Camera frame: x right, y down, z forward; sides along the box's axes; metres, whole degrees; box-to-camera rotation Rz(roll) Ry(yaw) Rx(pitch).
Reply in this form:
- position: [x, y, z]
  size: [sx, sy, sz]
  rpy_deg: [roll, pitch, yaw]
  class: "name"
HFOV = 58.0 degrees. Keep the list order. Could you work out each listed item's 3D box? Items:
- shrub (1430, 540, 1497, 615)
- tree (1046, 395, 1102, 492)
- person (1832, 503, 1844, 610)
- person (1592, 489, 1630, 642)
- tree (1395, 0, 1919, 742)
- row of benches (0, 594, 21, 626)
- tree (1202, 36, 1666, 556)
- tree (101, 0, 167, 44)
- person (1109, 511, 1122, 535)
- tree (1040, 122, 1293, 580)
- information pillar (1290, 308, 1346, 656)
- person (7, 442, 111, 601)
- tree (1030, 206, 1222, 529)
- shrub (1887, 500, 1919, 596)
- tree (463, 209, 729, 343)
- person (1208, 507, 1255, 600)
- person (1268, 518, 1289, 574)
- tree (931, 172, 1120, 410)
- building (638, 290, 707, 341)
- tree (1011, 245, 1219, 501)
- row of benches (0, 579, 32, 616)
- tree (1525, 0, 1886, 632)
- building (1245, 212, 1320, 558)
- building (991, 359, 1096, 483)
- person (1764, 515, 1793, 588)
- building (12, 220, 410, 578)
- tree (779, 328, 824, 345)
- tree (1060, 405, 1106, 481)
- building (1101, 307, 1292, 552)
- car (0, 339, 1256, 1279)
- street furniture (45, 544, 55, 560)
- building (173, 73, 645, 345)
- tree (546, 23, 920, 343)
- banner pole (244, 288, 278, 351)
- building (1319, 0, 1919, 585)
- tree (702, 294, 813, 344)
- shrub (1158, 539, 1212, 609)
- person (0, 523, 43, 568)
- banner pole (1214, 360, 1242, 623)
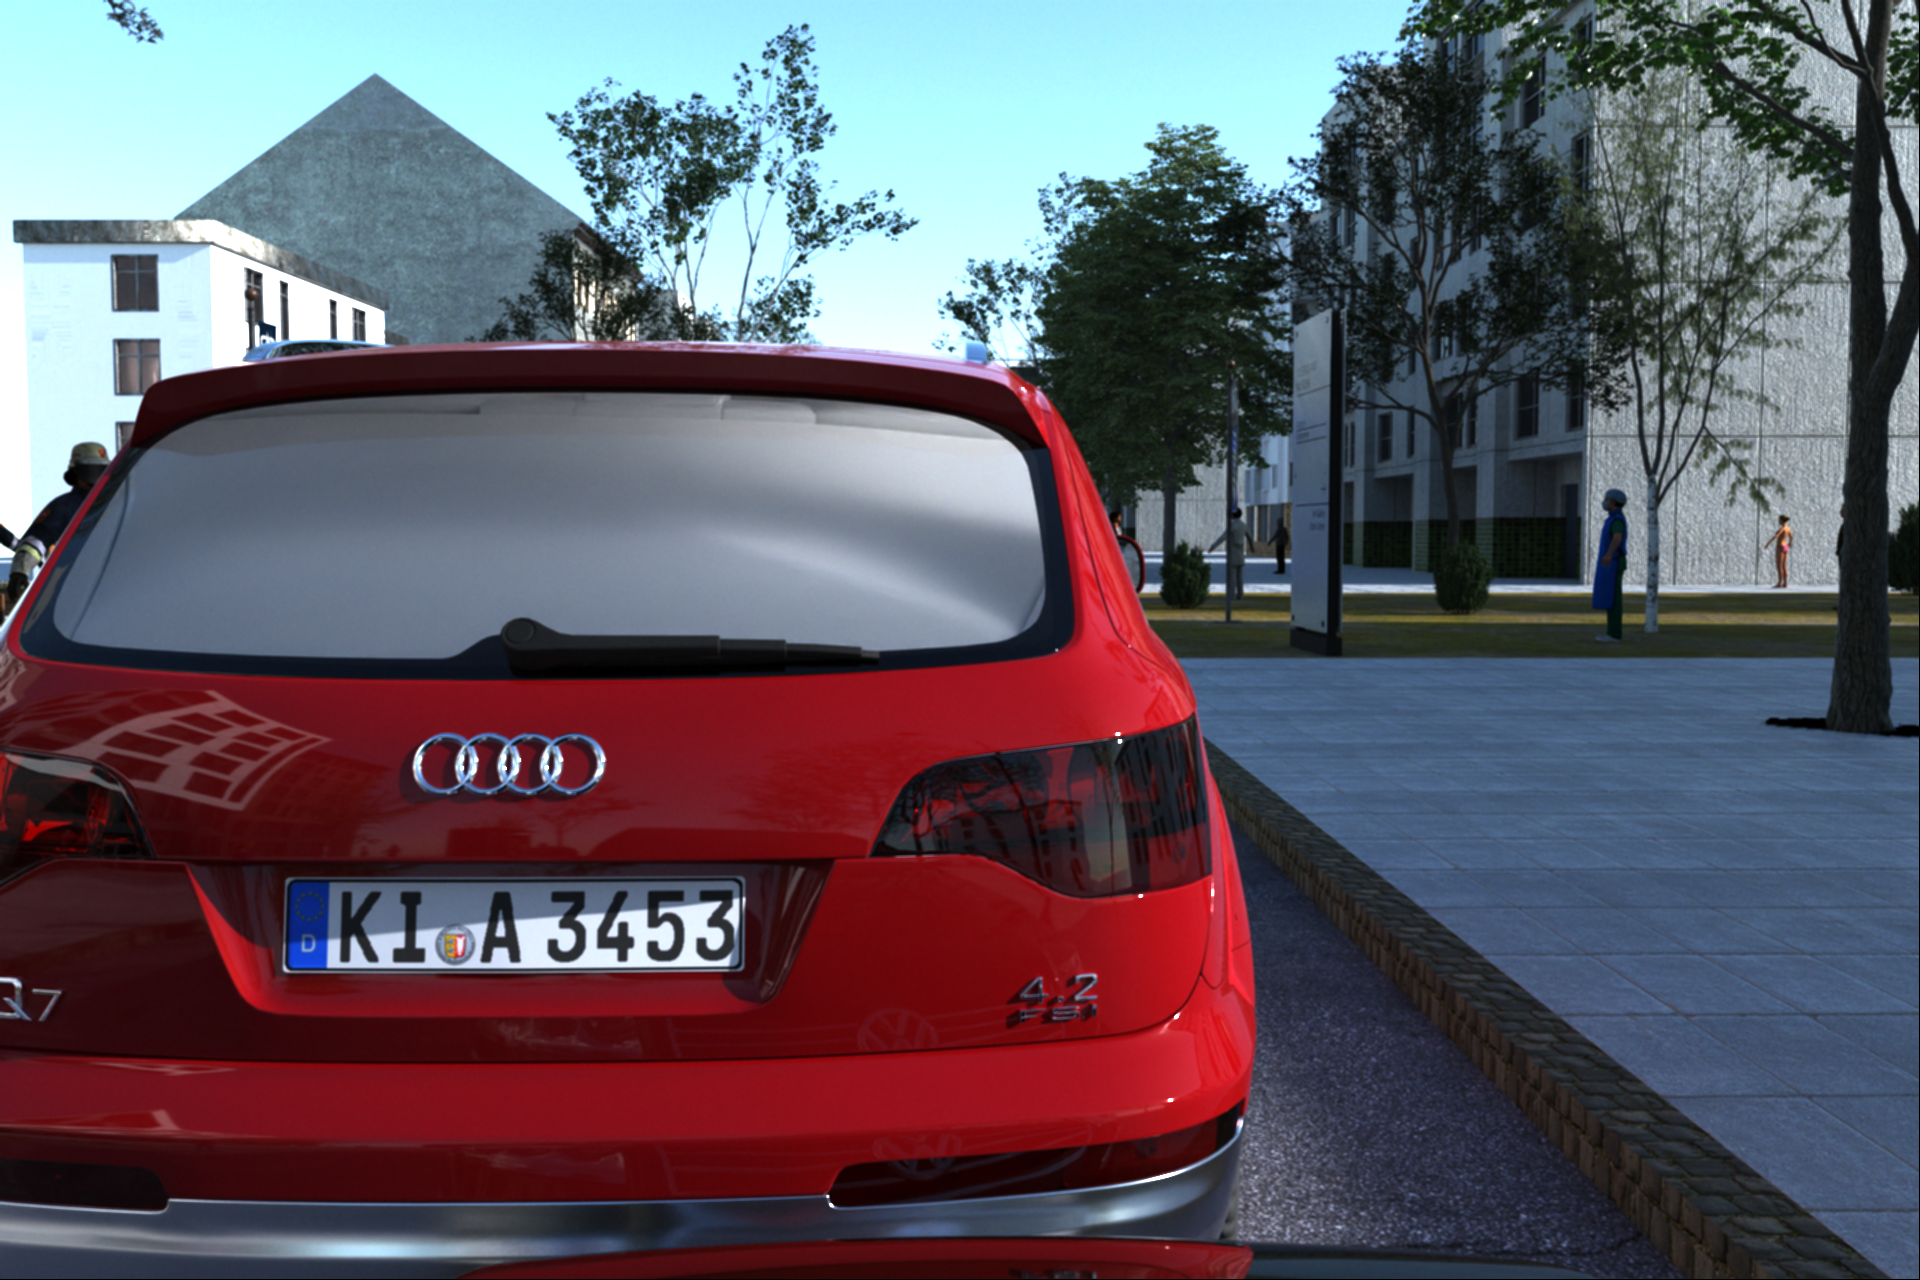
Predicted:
- position: [8.028, -1.011, 27.639]
  size: [1.383, 1.207, 1.383]
  rpy_deg: [0, 3, 0]
  class: "shrub"
- position: [5.377, -10.491, 105.934]
  size: [8.767, 10.594, 7.601]
  rpy_deg: [-1, 4, -9]
  class: "tree"
- position: [14.948, -1.414, 29.256]
  size: [0.704, 1.812, 1.346]
  rpy_deg: [2, 4, 25]
  class: "person"
- position: [7.743, -0.886, 20.620]
  size: [0.704, 1.817, 1.347]
  rpy_deg: [1, 4, 19]
  class: "person"
- position: [6.058, -5.211, 10.959]
  size: [9.928, 11.665, 9.643]
  rpy_deg: [0, 3, 0]
  class: "tree"
- position: [-10.688, -0.346, 21.118]
  size: [4.104, 0.672, 1.422]
  rpy_deg: [-1, 4, -10]
  class: "row of benches"
- position: [8.912, -5.930, 31.372]
  size: [8.767, 10.594, 7.601]
  rpy_deg: [-1, 4, -19]
  class: "tree"
- position: [-9.303, -6.169, 11.232]
  size: [12.009, 13.543, 11.850]
  rpy_deg: [0, 3, 0]
  class: "tree"
- position: [3.749, -2.155, 41.379]
  size: [0.704, 1.843, 1.345]
  rpy_deg: [1, 4, 21]
  class: "person"
- position: [6.032, -7.942, 47.973]
  size: [7.486, 12.596, 7.792]
  rpy_deg: [0, 3, 0]
  class: "tree"
- position: [3.891, -1.686, 18.883]
  size: [0.184, 3.620, 1.656]
  rpy_deg: [0, 4, -2]
  class: "information pillar"
- position: [-5.323, -0.295, 10.683]
  size: [0.704, 1.845, 1.351]
  rpy_deg: [1, 4, 21]
  class: "person"
- position: [5.751, -8.686, 60.138]
  size: [7.486, 12.596, 7.792]
  rpy_deg: [0, 3, 0]
  class: "tree"
- position: [20.025, -1.940, 36.146]
  size: [1.690, 2.028, 1.600]
  rpy_deg: [0, 3, 0]
  class: "shrub"
- position: [-9.702, -7.031, 49.373]
  size: [8.767, 10.594, 7.601]
  rpy_deg: [-1, 4, -17]
  class: "tree"
- position: [5.360, -1.691, 33.840]
  size: [1.347, 1.806, 0.705]
  rpy_deg: [-3, 5, -42]
  class: "person"
- position: [10.337, -3.050, 55.999]
  size: [0.705, 1.813, 1.348]
  rpy_deg: [2, 4, 35]
  class: "person"
- position: [4.703, -14.535, 93.528]
  size: [12.611, 20.169, 13.585]
  rpy_deg: [0, 3, 0]
  class: "tree"
- position: [-29.013, -16.799, 141.124]
  size: [16.747, 18.905, 31.486]
  rpy_deg: [0, 4, -1]
  class: "building"
- position: [5.974, -9.931, 72.744]
  size: [12.009, 13.543, 11.850]
  rpy_deg: [0, 3, 0]
  class: "tree"
- position: [-14.320, -0.518, 23.935]
  size: [4.104, 0.672, 1.422]
  rpy_deg: [1, 4, 11]
  class: "row of benches"
- position: [9.016, -4.420, 22.622]
  size: [4.360, 8.622, 3.978]
  rpy_deg: [0, 3, 0]
  class: "tree"
- position: [22.188, -15.030, 102.157]
  size: [16.016, 20.090, 11.380]
  rpy_deg: [0, 3, 0]
  class: "building"
- position: [-0.026, -22.500, 214.299]
  size: [32.646, 21.610, 27.936]
  rpy_deg: [0, 4, -5]
  class: "building"
- position: [19.566, -2.115, 41.388]
  size: [1.217, 1.733, 0.721]
  rpy_deg: [-3, 4, -38]
  class: "person"
- position: [-24.417, -7.236, 60.463]
  size: [9.099, 9.664, 28.070]
  rpy_deg: [0, 3, 0]
  class: "building"
- position: [-9.778, -11.704, 101.732]
  size: [12.009, 13.543, 11.850]
  rpy_deg: [0, 3, 0]
  class: "tree"
- position: [5.722, -8.212, 84.630]
  size: [4.360, 8.622, 3.978]
  rpy_deg: [0, 3, 0]
  class: "tree"
- position: [21.046, -16.761, 140.503]
  size: [16.747, 18.905, 31.486]
  rpy_deg: [0, 4, 0]
  class: "building"
- position: [-0.570, 0.249, 4.603]
  size: [2.281, 1.827, 5.304]
  rpy_deg: [0, 4, -1]
  class: "car"
- position: [-13.056, -1.527, 31.828]
  size: [9.812, 1.723, 11.010]
  rpy_deg: [1, 4, 15]
  class: "street furniture"
- position: [-27.978, -15.981, 92.218]
  size: [19.493, 23.208, 18.063]
  rpy_deg: [0, 4, -1]
  class: "building"
- position: [-8.340, -12.742, 64.219]
  size: [12.611, 20.169, 13.585]
  rpy_deg: [0, 3, 0]
  class: "tree"
- position: [-7.216, -1.710, 17.975]
  size: [0.401, 3.779, 0.863]
  rpy_deg: [0, 4, 1]
  class: "banner pole"
- position: [23.858, -11.747, 58.516]
  size: [16.747, 18.905, 31.486]
  rpy_deg: [0, 4, 0]
  class: "building"
- position: [-10.297, -10.866, 88.033]
  size: [12.009, 13.543, 11.850]
  rpy_deg: [0, 3, 0]
  class: "tree"
- position: [3.845, -1.131, 29.613]
  size: [1.383, 1.207, 1.383]
  rpy_deg: [0, 3, 0]
  class: "shrub"
- position: [-10.251, -0.747, 17.994]
  size: [1.354, 1.856, 0.705]
  rpy_deg: [0, 4, -7]
  class: "person"
- position: [3.887, -2.123, 24.730]
  size: [0.401, 3.779, 0.863]
  rpy_deg: [0, 4, -1]
  class: "banner pole"
